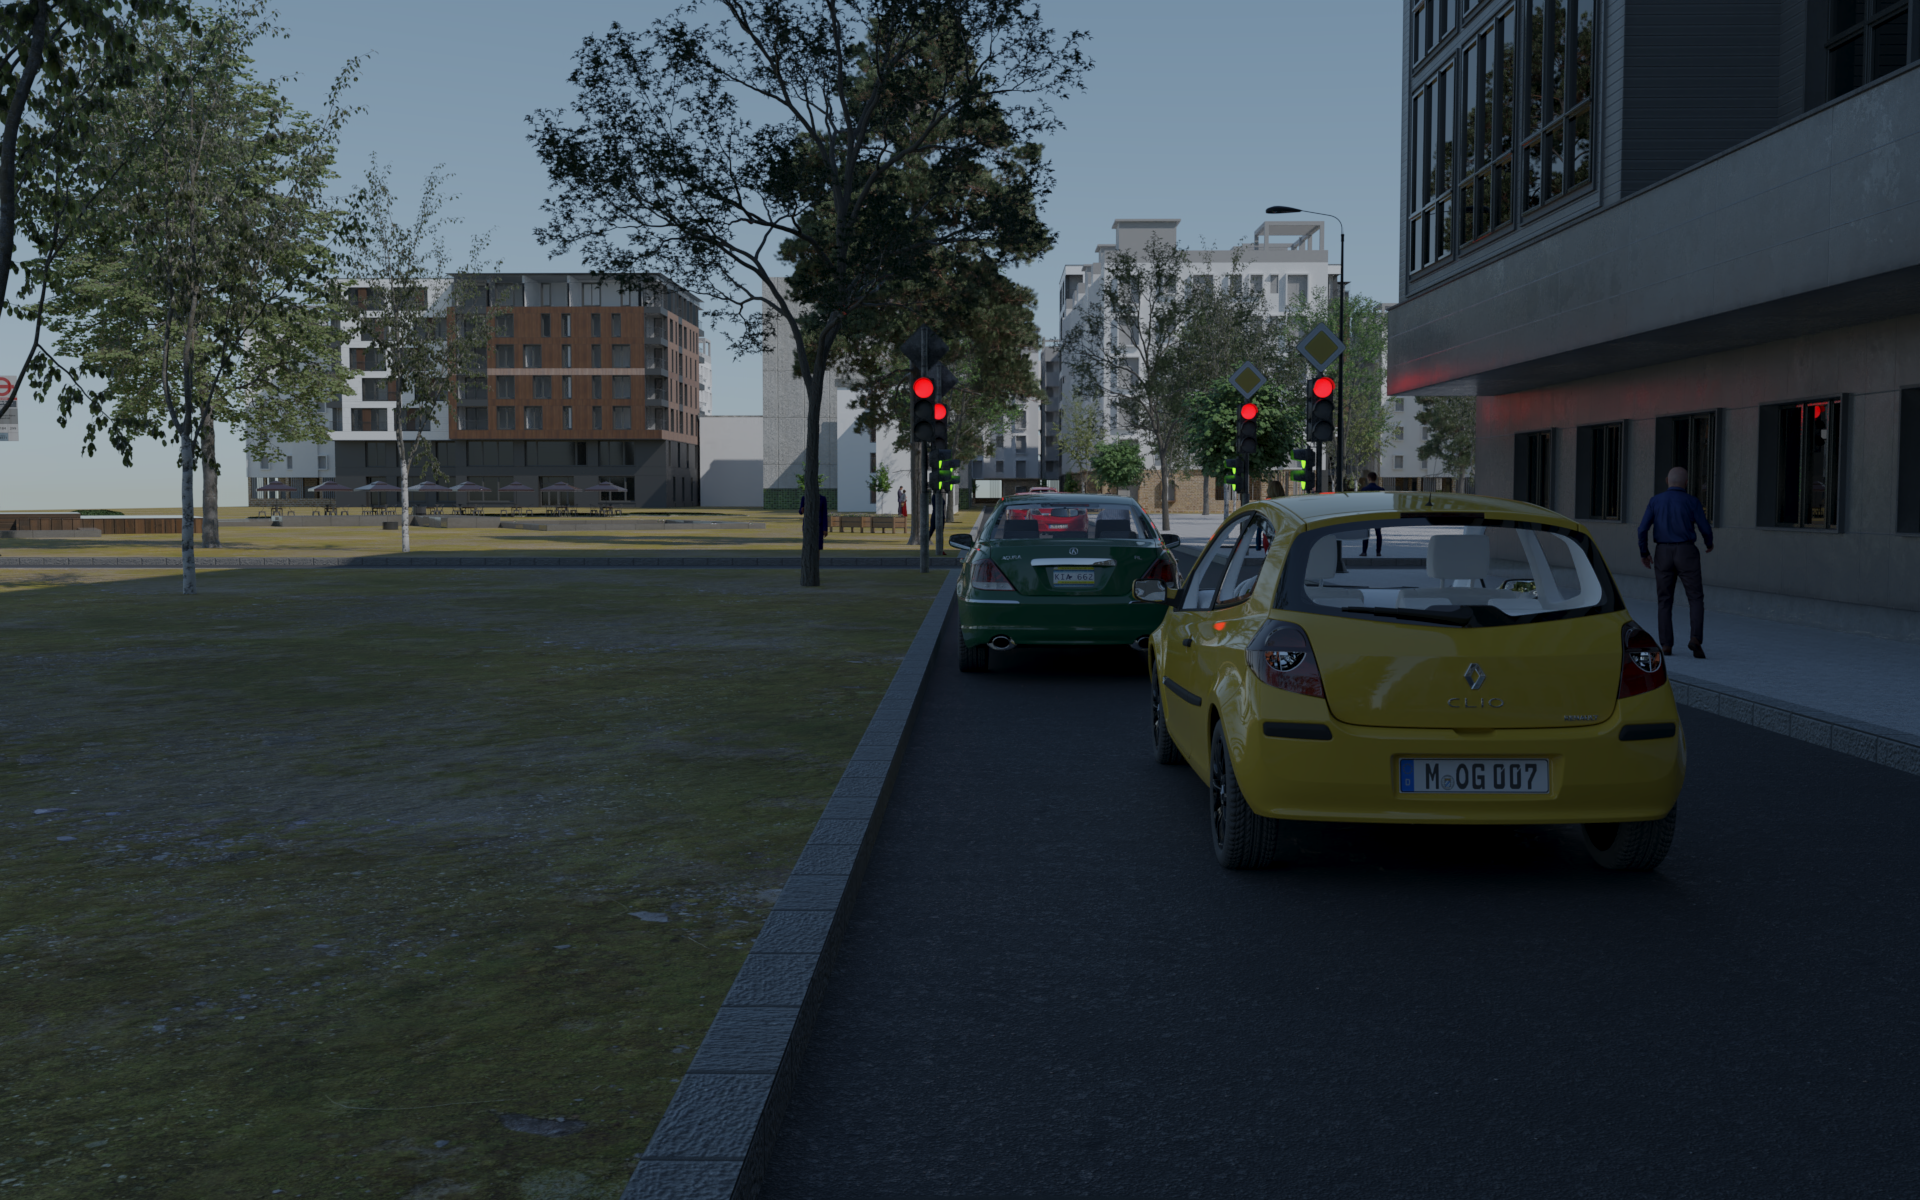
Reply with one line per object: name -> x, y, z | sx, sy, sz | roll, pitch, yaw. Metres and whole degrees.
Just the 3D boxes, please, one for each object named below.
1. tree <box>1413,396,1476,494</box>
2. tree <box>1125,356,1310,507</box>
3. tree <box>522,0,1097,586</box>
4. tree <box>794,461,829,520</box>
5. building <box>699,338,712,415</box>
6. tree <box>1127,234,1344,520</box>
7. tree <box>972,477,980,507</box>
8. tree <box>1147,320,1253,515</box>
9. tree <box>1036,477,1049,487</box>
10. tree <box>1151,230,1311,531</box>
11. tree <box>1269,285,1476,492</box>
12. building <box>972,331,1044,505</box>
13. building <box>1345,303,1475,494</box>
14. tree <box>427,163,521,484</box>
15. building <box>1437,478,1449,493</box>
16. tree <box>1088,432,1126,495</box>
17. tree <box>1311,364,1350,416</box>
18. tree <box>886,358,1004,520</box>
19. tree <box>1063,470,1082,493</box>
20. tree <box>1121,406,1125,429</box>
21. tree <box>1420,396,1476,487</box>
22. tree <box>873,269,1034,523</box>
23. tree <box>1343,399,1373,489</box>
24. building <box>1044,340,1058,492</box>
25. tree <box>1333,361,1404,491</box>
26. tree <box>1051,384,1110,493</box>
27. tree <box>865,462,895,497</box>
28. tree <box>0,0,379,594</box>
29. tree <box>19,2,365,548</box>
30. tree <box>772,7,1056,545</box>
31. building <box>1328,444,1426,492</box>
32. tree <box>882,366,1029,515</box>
tree -> 30.605, -11.216, 105.437 | 6.751, 12.117, 7.091 | 0, 3, 0
tree -> 6.671, -3.529, 41.417 | 4.285, 4.588, 4.351 | 0, 3, 0
tree -> -2.189, -5.451, 23.544 | 8.767, 10.594, 7.601 | 1, 4, 12
tree -> -7.645, -5.658, 87.115 | 1.663, 3.219, 1.824 | 0, 3, 0
building -> -35.994, -21.287, 204.454 | 11.380, 20.091, 16.016 | 0, 4, 1
tree -> 7.786, -6.048, 49.248 | 4.360, 8.622, 3.978 | 0, 3, 0
tree -> 1.184, -11.134, 176.639 | 1.663, 3.219, 1.824 | 0, 3, 0
tree -> 15.294, -11.391, 104.375 | 7.486, 12.596, 7.792 | 0, 3, 0
tree -> 9.198, -11.898, 189.132 | 1.663, 3.219, 1.824 | 0, 3, 0
tree -> 7.256, -7.715, 60.556 | 8.767, 10.594, 7.601 | 0, 4, 5
tree -> 18.847, -9.773, 85.543 | 9.928, 11.665, 9.643 | 0, 3, 0
building -> 3.596, -21.219, 203.344 | 11.380, 20.091, 16.016 | 0, 4, 1
building -> 46.857, -19.655, 177.771 | 11.380, 20.091, 16.016 | 0, 4, 1
tree -> -12.063, -5.373, 38.210 | 4.360, 8.622, 3.978 | 0, 3, 0
building -> 69.098, -20.587, 203.050 | 31.486, 18.905, 16.747 | 0, 4, 1
tree -> 8.348, -6.583, 91.353 | 4.285, 4.588, 4.351 | 0, 3, 0
tree -> 12.129, -8.479, 73.043 | 8.767, 10.594, 7.601 | 0, 4, 2
tree -> -0.822, -10.101, 87.199 | 6.751, 12.117, 7.091 | 0, 3, 0
tree -> 8.084, -8.177, 128.300 | 1.663, 3.219, 1.824 | 0, 3, 0
tree -> 9.468, -7.924, 79.923 | 4.360, 8.622, 3.978 | 0, 3, 0
tree -> 22.992, -7.697, 76.214 | 4.360, 8.622, 3.978 | 0, 3, 0
tree -> -0.464, -9.231, 76.675 | 9.928, 11.665, 9.643 | 0, 3, 0
tree -> 22.820, -9.464, 105.103 | 4.360, 8.622, 3.978 | 0, 3, 0
building -> 15.201, -21.189, 202.853 | 11.380, 20.091, 16.016 | 0, 4, 1
tree -> 21.865, -8.821, 94.591 | 4.737, 8.622, 4.395 | 0, 3, 0
tree -> 8.169, -10.078, 115.134 | 4.737, 8.622, 4.395 | 0, 3, 0
tree -> -4.194, -6.156, 95.247 | 1.663, 3.219, 1.824 | 0, 3, 0
tree -> -9.718, -4.391, 22.152 | 4.360, 8.622, 3.978 | 0, 3, 0
tree -> -18.271, -7.504, 40.821 | 7.486, 12.596, 7.792 | 0, 3, 0
tree -> -1.290, -8.309, 43.274 | 7.806, 13.903, 7.818 | 0, 3, 0
building -> 37.126, -20.593, 203.157 | 31.486, 18.905, 16.747 | 0, 4, 1
tree -> -0.477, -11.868, 104.409 | 12.009, 13.543, 11.850 | 0, 3, 0
